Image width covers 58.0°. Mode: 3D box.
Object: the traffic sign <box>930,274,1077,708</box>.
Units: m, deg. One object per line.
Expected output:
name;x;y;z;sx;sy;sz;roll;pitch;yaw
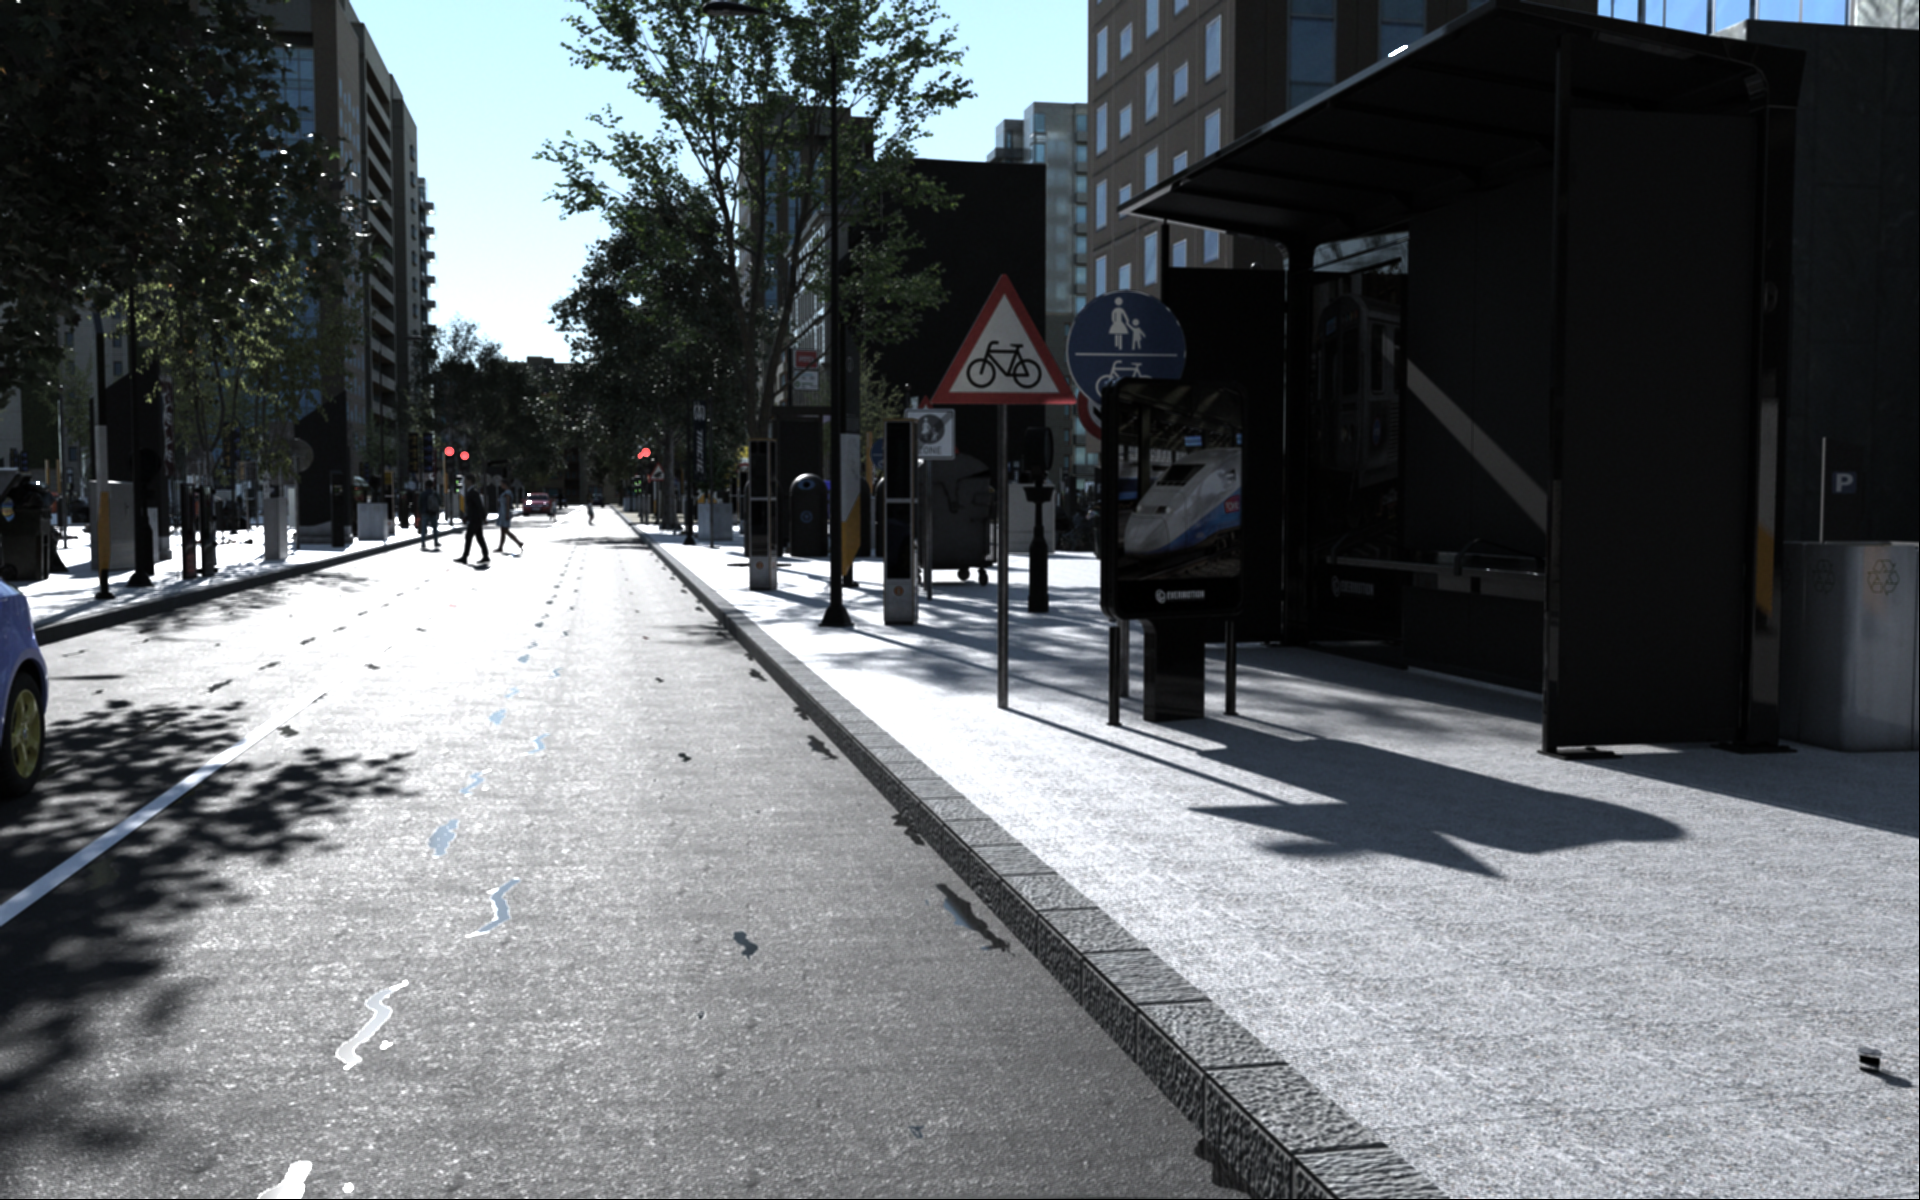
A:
traffic sign;0.256;-0.631;10.328;0.884;2.594;0.081;-1;4;-10

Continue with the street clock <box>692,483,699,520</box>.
street clock;-12.866;-4.887;84.471;0.358;2.002;0.471;1;4;20

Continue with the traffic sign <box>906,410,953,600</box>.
traffic sign;-0.368;-1.145;20.848;0.606;2.300;0.079;-1;4;-9

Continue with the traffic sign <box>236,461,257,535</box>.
traffic sign;-22.149;-3.161;53.807;0.606;2.300;0.079;0;4;-5

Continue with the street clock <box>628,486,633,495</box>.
street clock;-27.692;-8.629;145.650;0.471;2.002;0.358;3;5;45

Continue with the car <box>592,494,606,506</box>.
car;-44.418;-12.251;212.095;2.131;1.459;4.920;-1;4;-12

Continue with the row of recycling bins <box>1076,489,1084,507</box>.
row of recycling bins;9.854;-8.221;141.520;1.069;1.692;3.534;3;4;37

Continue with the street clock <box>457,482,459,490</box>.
street clock;-30.142;-6.088;104.107;0.358;2.002;0.471;-2;4;-31

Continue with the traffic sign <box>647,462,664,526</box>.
traffic sign;-12.090;-4.251;69.503;0.884;2.594;0.081;0;4;-4

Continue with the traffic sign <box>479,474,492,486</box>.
traffic sign;-29.377;-6.555;107.272;0.768;2.556;0.104;0;4;-3

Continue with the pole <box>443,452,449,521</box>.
pole;-24.766;-5.479;83.424;0.158;3.312;0.155;0;3;0

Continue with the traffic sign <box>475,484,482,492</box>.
traffic sign;-41.298;-9.086;148.561;0.884;2.594;0.081;-1;4;-9

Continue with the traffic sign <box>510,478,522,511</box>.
traffic sign;-34.263;-8.176;133.679;0.884;2.594;0.081;-1;4;-11

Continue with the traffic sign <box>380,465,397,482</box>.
traffic sign;-25.181;-4.653;76.078;0.884;2.594;0.081;-1;4;-10

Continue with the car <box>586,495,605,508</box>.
car;-38.397;-10.388;182.424;1.945;1.354;3.894;-1;4;-11

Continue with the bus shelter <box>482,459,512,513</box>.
bus shelter;-31.786;-7.817;119.091;1.731;3.624;6.357;-1;4;-12

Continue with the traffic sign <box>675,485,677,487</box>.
traffic sign;-21.296;-7.846;128.289;0.884;2.594;0.081;-1;4;-12

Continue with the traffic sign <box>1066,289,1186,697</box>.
traffic sign;1.031;-0.660;10.901;0.768;2.556;0.104;0;4;-8

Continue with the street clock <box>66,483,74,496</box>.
street clock;-57.291;-6.542;111.529;0.471;2.002;0.358;2;4;26

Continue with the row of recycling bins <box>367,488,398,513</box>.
row of recycling bins;-37.783;-6.293;109.996;3.534;1.692;1.069;0;4;3

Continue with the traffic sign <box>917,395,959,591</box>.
traffic sign;-0.454;-1.400;22.891;0.884;2.594;0.081;0;4;-6

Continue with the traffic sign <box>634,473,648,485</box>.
traffic sign;-18.064;-5.994;98.107;0.768;2.556;0.104;0;4;-8

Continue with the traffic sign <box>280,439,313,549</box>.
traffic sign;-15.409;-2.455;40.239;0.768;2.556;0.104;0;4;-5

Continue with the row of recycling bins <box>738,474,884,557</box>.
row of recycling bins;-2.702;-1.740;35.564;3.534;1.692;1.069;0;4;3

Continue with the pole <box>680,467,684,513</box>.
pole;-19.137;-7.674;119.312;0.158;3.312;0.155;0;3;0

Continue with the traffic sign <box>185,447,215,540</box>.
traffic sign;-20.660;-2.874;47.094;0.768;2.556;0.104;0;4;-5

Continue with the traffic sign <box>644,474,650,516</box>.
traffic sign;-18.859;-6.324;103.503;0.768;2.556;0.104;0;4;-5

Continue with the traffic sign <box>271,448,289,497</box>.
traffic sign;-18.652;-2.904;47.585;0.768;2.556;0.104;0;4;-5

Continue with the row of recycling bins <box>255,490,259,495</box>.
row of recycling bins;-54.312;-7.938;136.894;3.534;1.692;1.069;-3;4;-36

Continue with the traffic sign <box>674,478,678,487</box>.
traffic sign;-21.063;-7.757;126.937;0.768;2.556;0.104;-1;4;-11

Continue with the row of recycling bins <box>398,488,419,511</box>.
row of recycling bins;-38.850;-6.934;120.481;3.534;1.692;1.069;1;4;14

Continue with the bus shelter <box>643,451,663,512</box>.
bus shelter;-21.199;-8.760;120.853;2.179;5.291;8.768;-1;4;-12

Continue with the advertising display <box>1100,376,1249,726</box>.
advertising display;1.218;-0.281;9.802;0.974;1.923;0.123;-2;4;-32

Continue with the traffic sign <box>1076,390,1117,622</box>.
traffic sign;1.536;-1.054;17.341;0.768;2.556;0.104;0;4;-4

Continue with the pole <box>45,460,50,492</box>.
pole;-54.141;-6.665;102.819;0.158;3.312;0.155;0;3;0

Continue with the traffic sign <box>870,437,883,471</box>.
traffic sign;-1.616;-2.351;38.551;0.768;2.556;0.104;0;4;-3

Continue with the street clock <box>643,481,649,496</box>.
street clock;-17.241;-5.544;95.212;0.358;2.002;0.471;0;4;-2

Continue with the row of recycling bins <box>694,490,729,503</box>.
row of recycling bins;-16.692;-6.750;117.477;3.534;1.692;1.069;-1;4;-14

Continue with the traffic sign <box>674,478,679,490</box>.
traffic sign;-21.213;-7.853;128.495;0.768;2.556;0.104;0;4;-3

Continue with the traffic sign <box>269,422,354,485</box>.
traffic sign;-18.229;-3.355;48.721;2.265;3.308;0.079;0;4;-7

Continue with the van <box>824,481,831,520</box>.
van;-6.277;-4.426;76.753;5.245;2.365;2.240;-1;4;-13

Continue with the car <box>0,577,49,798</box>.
car;-4.986;0.171;6.799;1.945;1.707;3.694;-1;4;-12

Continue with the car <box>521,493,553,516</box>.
car;-27.626;-6.383;113.408;2.155;1.783;4.494;-1;4;-10

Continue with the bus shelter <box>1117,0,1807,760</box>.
bus shelter;2.751;-1.232;11.434;1.731;3.624;6.357;-1;4;-12

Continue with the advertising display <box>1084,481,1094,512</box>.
advertising display;6.388;-4.834;84.241;0.123;1.923;0.974;-2;4;-34

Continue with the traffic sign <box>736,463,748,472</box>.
traffic sign;-8.754;-4.309;70.556;0.768;2.556;0.104;0;4;-4

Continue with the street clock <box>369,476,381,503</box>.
street clock;-23.140;-3.918;68.631;0.471;2.002;0.358;1;4;22

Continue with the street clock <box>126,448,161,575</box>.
street clock;-12.881;-1.394;27.370;0.471;2.002;0.358;-3;5;-41

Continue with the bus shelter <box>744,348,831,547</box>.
bus shelter;-4.444;-4.144;45.391;2.179;5.291;8.768;-1;4;-12

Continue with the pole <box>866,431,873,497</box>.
pole;-2.958;-3.833;56.515;0.158;3.312;0.155;0;3;0

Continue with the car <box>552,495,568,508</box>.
car;-42.038;-10.328;181.438;1.945;1.354;3.894;-1;4;-12

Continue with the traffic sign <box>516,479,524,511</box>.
traffic sign;-34.415;-8.184;134.995;0.795;2.450;0.064;0;4;-7

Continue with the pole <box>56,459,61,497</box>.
pole;-53.100;-6.619;102.070;0.158;3.312;0.155;0;3;0

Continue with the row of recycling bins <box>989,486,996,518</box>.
row of recycling bins;2.775;-5.004;88.928;3.534;1.692;1.069;0;4;3

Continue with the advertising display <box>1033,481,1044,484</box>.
advertising display;2.582;-3.374;60.380;0.123;1.923;0.974;-2;4;-34

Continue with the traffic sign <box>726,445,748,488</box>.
traffic sign;-8.827;-4.777;71.974;2.265;3.308;0.079;-1;4;-10

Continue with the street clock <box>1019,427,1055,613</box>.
street clock;0.854;-0.869;18.778;0.358;2.002;0.471;1;4;15

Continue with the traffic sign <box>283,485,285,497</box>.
traffic sign;-22.026;-3.320;56.407;0.606;2.300;0.079;0;4;-3

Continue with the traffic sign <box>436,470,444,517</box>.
traffic sign;-27.797;-5.654;92.444;0.884;2.594;0.081;-1;4;-11
